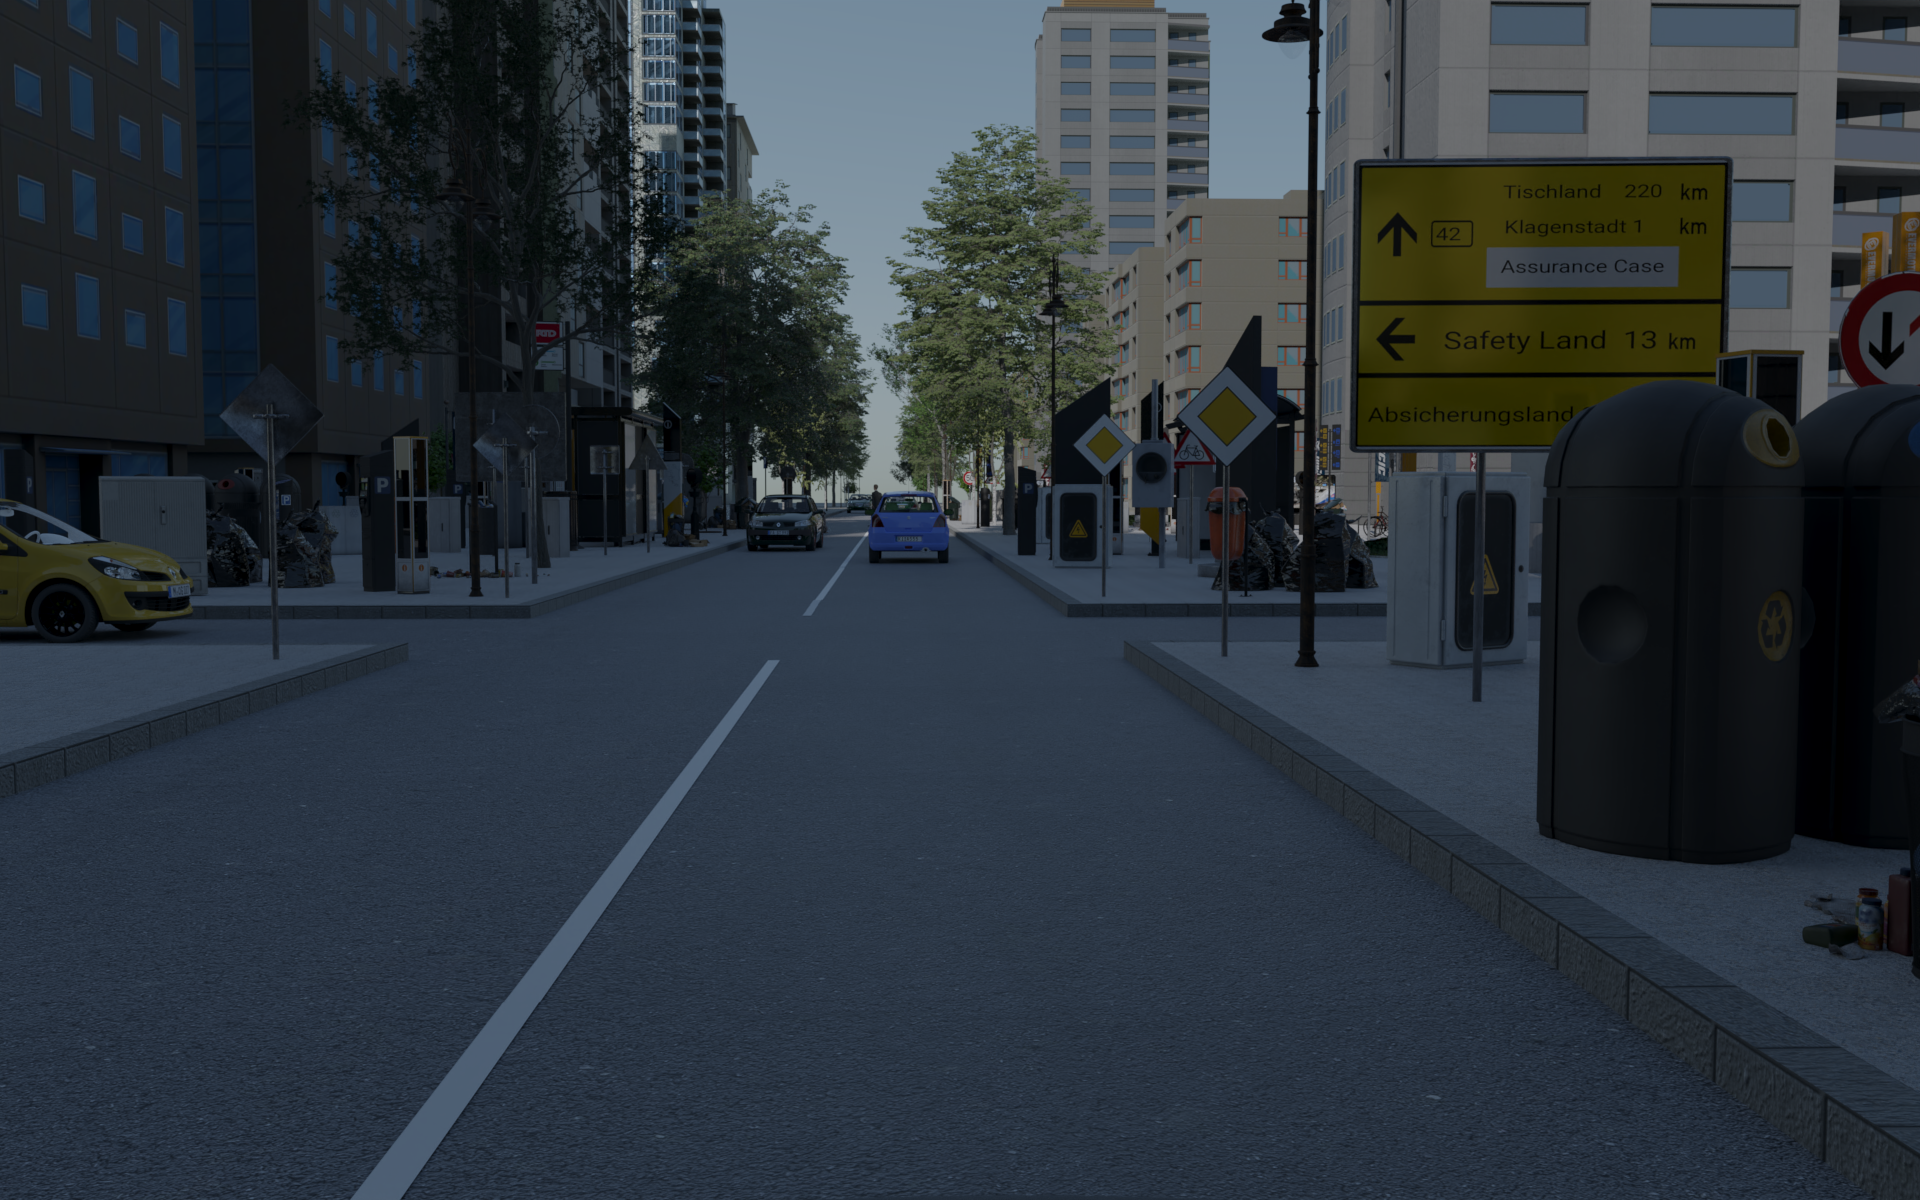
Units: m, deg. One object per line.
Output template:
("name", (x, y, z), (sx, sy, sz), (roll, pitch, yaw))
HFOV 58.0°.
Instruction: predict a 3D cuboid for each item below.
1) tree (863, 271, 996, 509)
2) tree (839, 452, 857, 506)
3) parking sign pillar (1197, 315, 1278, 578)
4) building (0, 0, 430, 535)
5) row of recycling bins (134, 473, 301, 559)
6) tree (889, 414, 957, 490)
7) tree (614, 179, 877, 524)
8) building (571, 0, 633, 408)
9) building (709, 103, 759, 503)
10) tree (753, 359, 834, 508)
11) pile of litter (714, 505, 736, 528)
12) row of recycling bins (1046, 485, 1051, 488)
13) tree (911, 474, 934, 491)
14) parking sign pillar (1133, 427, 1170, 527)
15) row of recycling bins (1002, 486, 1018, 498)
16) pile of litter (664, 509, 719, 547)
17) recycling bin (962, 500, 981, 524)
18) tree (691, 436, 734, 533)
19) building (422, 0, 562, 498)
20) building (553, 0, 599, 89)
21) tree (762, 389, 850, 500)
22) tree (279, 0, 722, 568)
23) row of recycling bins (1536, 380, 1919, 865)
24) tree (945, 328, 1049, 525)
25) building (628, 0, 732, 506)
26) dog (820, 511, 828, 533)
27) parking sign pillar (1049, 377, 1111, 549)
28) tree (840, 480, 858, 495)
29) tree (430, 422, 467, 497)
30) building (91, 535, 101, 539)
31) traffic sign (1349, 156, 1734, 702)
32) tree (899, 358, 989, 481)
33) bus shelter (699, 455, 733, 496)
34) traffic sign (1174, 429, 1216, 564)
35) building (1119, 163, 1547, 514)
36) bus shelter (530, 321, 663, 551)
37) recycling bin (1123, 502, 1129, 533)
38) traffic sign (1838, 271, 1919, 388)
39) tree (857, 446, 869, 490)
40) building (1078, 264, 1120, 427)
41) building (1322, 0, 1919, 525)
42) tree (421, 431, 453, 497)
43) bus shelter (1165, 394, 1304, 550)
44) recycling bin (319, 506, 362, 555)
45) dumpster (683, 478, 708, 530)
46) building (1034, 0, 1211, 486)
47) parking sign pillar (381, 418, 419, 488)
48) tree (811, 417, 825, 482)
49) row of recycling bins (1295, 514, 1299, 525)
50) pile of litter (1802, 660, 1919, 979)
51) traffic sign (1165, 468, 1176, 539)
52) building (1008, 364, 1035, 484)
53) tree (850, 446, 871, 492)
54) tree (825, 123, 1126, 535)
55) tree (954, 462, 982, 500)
("tree", (-2.262, -17.976, 149.803), (12.611, 20.169, 13.585), (0, 3, 0))
("tree", (-12.348, -12.552, 155.592), (4.737, 8.622, 4.395), (0, 3, 0))
("parking sign pillar", (4.429, -2.349, 26.874), (1.447, 3.967, 1.447), (-1, 4, -16))
("building", (-28.856, -25.324, 64.155), (14.600, 45.320, 14.200), (0, 4, -2))
("row of recycling bins", (-14.989, -1.691, 34.763), (3.534, 1.692, 1.069), (0, 4, 0))
("tree", (-4.560, -19.239, 231.561), (9.611, 12.733, 9.660), (0, 3, 0))
("tree", (-9.003, -10.006, 70.248), (9.857, 13.997, 8.962), (0, 3, 0))
("building", (-33.983, -42.435, 132.072), (20.563, 71.187, 20.611), (0, 4, -2))
("building", (-42.650, -39.631, 237.199), (28.713, 52.752, 27.495), (0, 4, -2))
("tree", (-9.442, -8.737, 93.204), (4.737, 8.622, 4.395), (0, 3, 0))
("pile of litter", (-8.904, -3.159, 65.612), (1.176, 0.858, 1.719), (3, 4, 38))
("row of recycling bins", (3.868, -4.588, 82.120), (1.069, 1.692, 3.534), (1, 4, 15))
("tree", (-4.684, -14.356, 218.428), (4.285, 4.588, 4.351), (0, 3, 0))
("parking sign pillar", (7.481, -4.841, 67.625), (1.447, 3.967, 1.447), (0, 4, 5))
("row of recycling bins", (2.368, -4.175, 75.378), (1.069, 1.692, 3.534), (0, 4, -4))
("pile of litter", (-6.723, -1.746, 42.511), (1.176, 0.858, 1.719), (0, 4, 2))
("recycling bin", (0.554, -3.725, 73.453), (0.722, 1.027, 0.722), (3, 5, 44))
("tree", (-8.277, -3.839, 57.362), (1.663, 3.219, 1.824), (0, 3, 0))
("building", (-28.461, -19.269, 86.750), (14.160, 30.474, 14.107), (0, 4, -2))
("building", (-37.834, -31.745, 108.261), (28.713, 52.752, 27.495), (0, 4, -2))
("tree", (-9.678, -9.394, 103.951), (4.360, 8.622, 3.978), (0, 3, 0))
("tree", (-7.604, -5.833, 29.790), (7.601, 10.594, 8.767), (0, 4, -4))
("row of recycling bins", (3.929, 0.034, 6.564), (3.534, 1.692, 1.069), (0, 4, -6))
("tree", (1.664, -7.412, 71.545), (4.737, 8.622, 4.395), (0, 3, 0))
("building", (-38.238, -54.671, 206.549), (22.319, 86.520, 31.000), (0, 4, -2))
("dog", (-5.121, -2.860, 63.595), (0.513, 0.831, 0.800), (2, 4, 30))
("parking sign pillar", (2.792, -3.148, 39.949), (1.447, 3.967, 1.447), (0, 4, -6))
("tree", (-14.840, -14.421, 230.389), (1.663, 3.219, 1.824), (0, 3, 0))
("tree", (-23.482, -5.772, 78.090), (4.285, 4.588, 4.351), (0, 3, 0))
("building", (-28.677, -23.968, 41.989), (14.600, 45.320, 14.200), (0, 4, -2))
("traffic sign", (3.521, -1.023, 10.595), (2.265, 3.308, 0.079), (0, 4, 2))
("tree", (-0.615, -12.220, 125.556), (9.928, 11.665, 9.643), (0, 3, 0))
("bus shelter", (-12.426, -5.595, 85.395), (2.014, 3.302, 5.546), (0, 4, -2))
("traffic sign", (4.238, -1.941, 31.738), (0.884, 2.594, 0.081), (0, 4, 2))
("building", (26.521, -16.597, 116.393), (27.650, 21.520, 28.899), (0, 4, -2))
("bus shelter", (-8.970, -3.993, 42.912), (2.179, 5.291, 8.768), (0, 4, -2))
("recycling bin", (5.132, -2.761, 57.692), (0.722, 1.027, 0.722), (-3, 5, -43))
("traffic sign", (5.414, -0.605, 10.006), (0.768, 2.556, 0.104), (0, 4, 1))
("tree", (-12.220, -14.454, 186.677), (4.737, 8.622, 4.395), (0, 3, 0))
("building", (25.169, -18.359, 145.208), (27.650, 21.520, 28.899), (0, 4, -2))
("building", (26.516, -32.496, 73.307), (21.231, 58.520, 28.212), (0, 4, -2))
("tree", (-16.358, -3.571, 52.988), (1.663, 3.219, 1.824), (0, 3, 0))
("bus shelter", (5.792, -2.627, 36.872), (2.014, 3.302, 5.546), (0, 4, -2))
("recycling bin", (-13.133, -1.479, 36.730), (0.722, 1.027, 0.722), (-2, 4, -34))
("dumpster", (-9.756, -3.457, 62.282), (1.264, 1.857, 1.865), (0, 4, -2))
("building", (19.718, -41.041, 213.021), (21.231, 58.520, 28.212), (0, 4, -2))
("parking sign pillar", (-19.798, -4.449, 61.212), (1.447, 3.967, 1.447), (-2, 4, -33))
("tree", (-12.358, -15.624, 173.580), (7.486, 12.596, 7.792), (0, 3, 0))
("row of recycling bins", (13.791, -3.976, 72.119), (3.534, 1.692, 1.069), (3, 5, 42))
("pile of litter", (2.943, 0.573, 4.602), (1.176, 0.858, 1.719), (1, 4, 11))
("traffic sign", (5.653, -2.924, 47.816), (0.884, 2.594, 0.081), (0, 4, 1))
("building", (21.415, -24.324, 242.734), (27.650, 21.520, 28.899), (0, 4, -2))
("tree", (-12.321, -14.911, 194.153), (4.360, 8.622, 3.978), (0, 3, 0))
("tree", (1.133, -8.315, 54.084), (7.486, 12.596, 7.792), (0, 3, 0))
("tree", (0.634, -6.616, 102.767), (1.663, 3.219, 1.824), (0, 3, 0))
